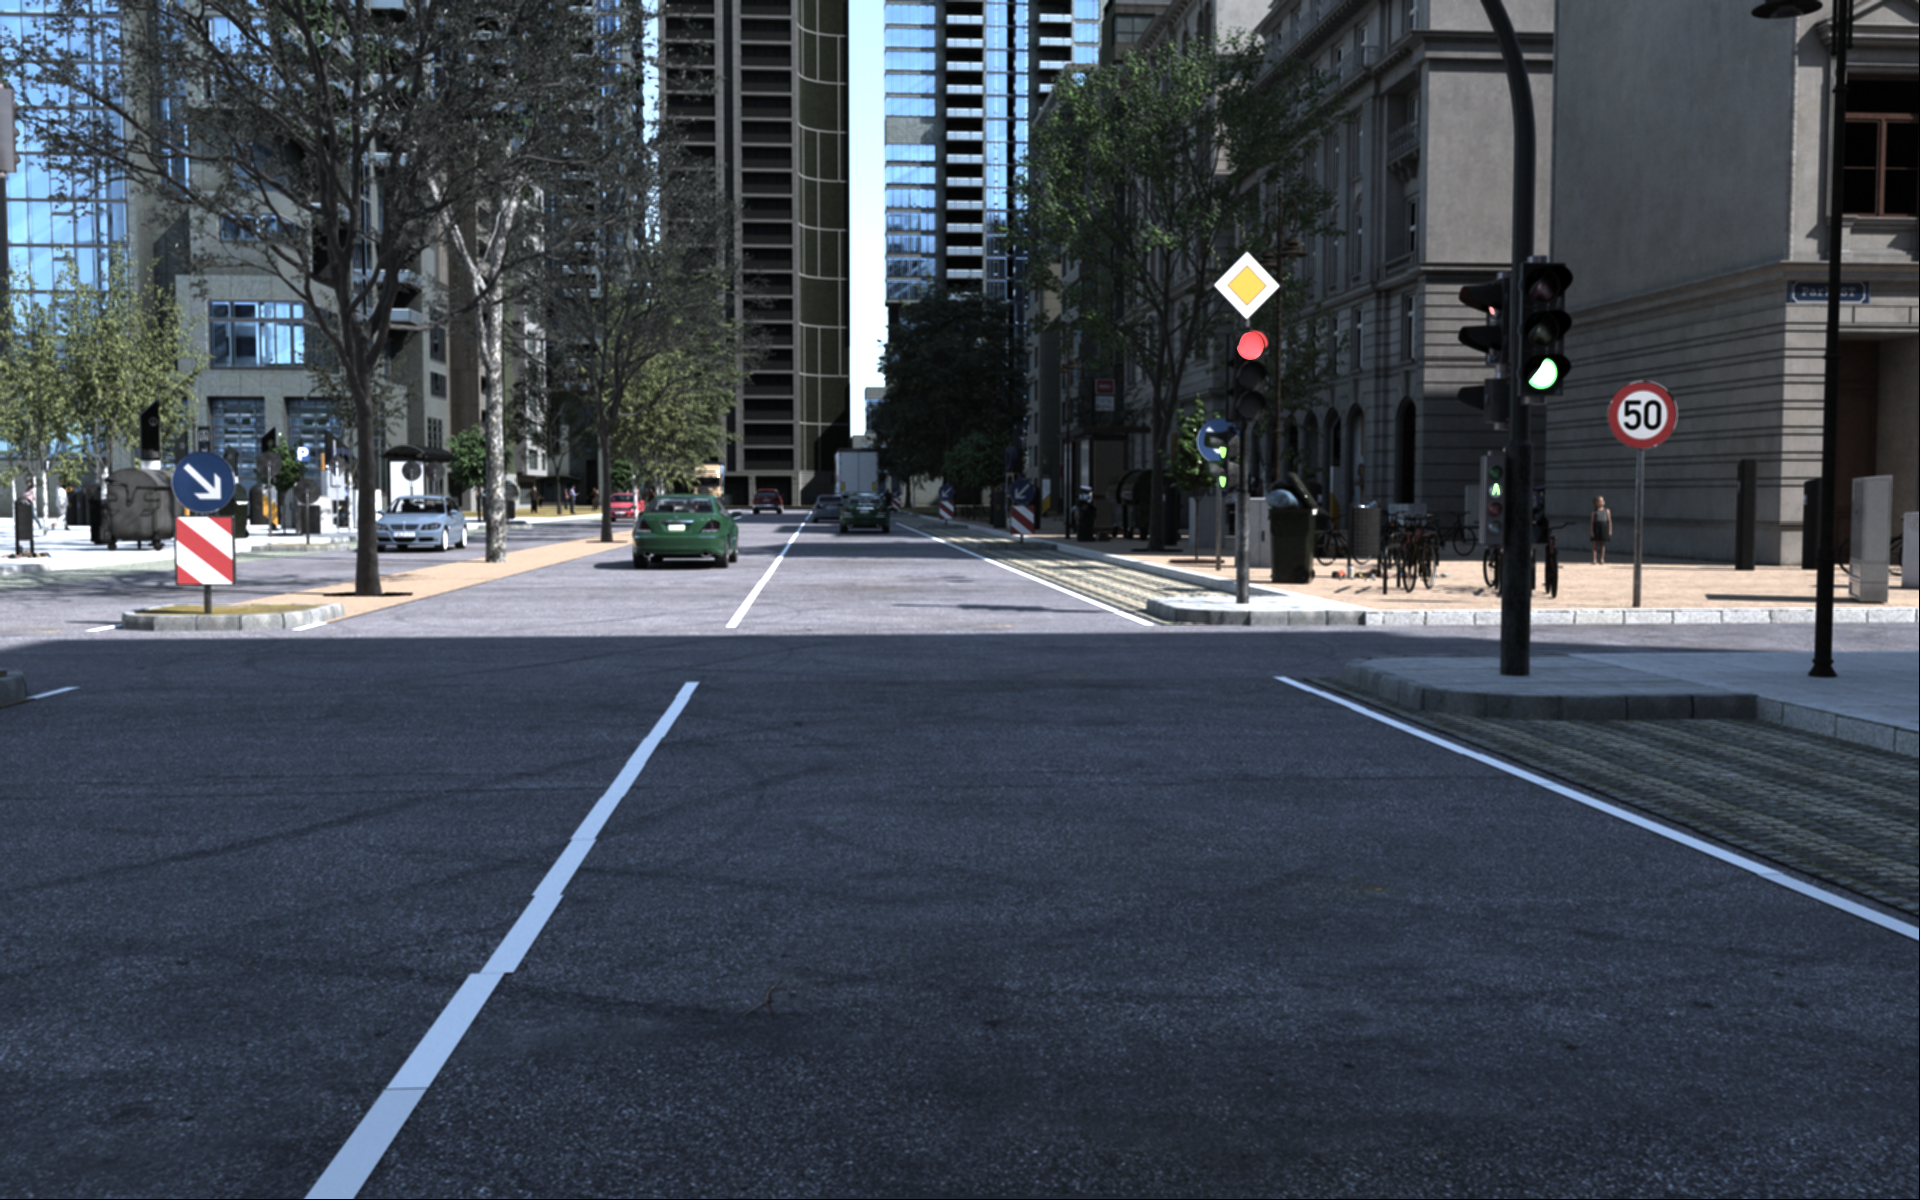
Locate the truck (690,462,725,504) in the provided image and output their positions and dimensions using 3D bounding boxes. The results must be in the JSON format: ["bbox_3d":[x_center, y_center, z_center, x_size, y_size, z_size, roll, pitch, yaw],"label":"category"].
[{"bbox_3d":[-22.341,-10.100,154.049,2.839,4.237,11.283,0,4,-6],"label":"truck"}]

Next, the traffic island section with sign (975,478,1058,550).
[{"bbox_3d":[1.416,-2.214,44.830,1.989,1.847,2.006,0,4,-4],"label":"traffic island section with sign"}]

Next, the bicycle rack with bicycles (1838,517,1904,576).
[{"bbox_3d":[15.136,-0.811,26.650,2.925,0.926,2.852,1,4,19],"label":"bicycle rack with bicycles"}]

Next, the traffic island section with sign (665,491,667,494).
[{"bbox_3d":[-24.713,-8.495,147.516,1.989,1.847,2.006,0,4,-4],"label":"traffic island section with sign"}]

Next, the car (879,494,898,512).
[{"bbox_3d":[-5.598,-7.439,131.406,2.009,1.686,4.222,0,4,-3],"label":"car"}]

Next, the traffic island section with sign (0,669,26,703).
[{"bbox_3d":[-7.520,-0.217,11.687,2.006,1.907,1.989,0,4,-4],"label":"traffic island section with sign"}]

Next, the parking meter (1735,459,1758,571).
[{"bbox_3d":[13.256,-1.437,29.199,0.255,1.863,0.399,1,4,15],"label":"parking meter"}]

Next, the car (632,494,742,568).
[{"bbox_3d":[-5.491,-1.414,34.915,2.131,1.459,4.920,0,4,-4],"label":"car"}]

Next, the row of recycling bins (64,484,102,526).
[{"bbox_3d":[-35.351,-3.877,70.498,3.534,1.692,1.069,3,4,38],"label":"row of recycling bins"}]

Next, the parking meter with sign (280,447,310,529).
[{"bbox_3d":[-24.749,-4.162,64.302,0.543,3.016,1.738,-3,5,-44],"label":"parking meter with sign"}]

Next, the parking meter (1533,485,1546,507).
[{"bbox_3d":[16.163,-2.440,48.307,0.372,1.533,0.369,0,3,0],"label":"parking meter"}]

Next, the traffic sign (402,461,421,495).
[{"bbox_3d":[-21.073,-4.065,66.567,0.768,2.556,0.104,0,4,3],"label":"traffic sign"}]

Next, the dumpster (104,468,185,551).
[{"bbox_3d":[-18.663,-2.075,39.692,1.264,1.857,1.865,0,4,-4],"label":"dumpster"}]

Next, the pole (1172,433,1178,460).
[{"bbox_3d":[7.176,-3.922,57.970,0.158,3.312,0.155,0,3,0],"label":"pole"}]

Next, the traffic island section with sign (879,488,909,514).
[{"bbox_3d":[-4.633,-6.919,121.749,1.989,1.847,2.006,0,4,-4],"label":"traffic island section with sign"}]

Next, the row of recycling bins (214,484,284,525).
[{"bbox_3d":[-29.469,-3.955,71.784,3.534,1.692,1.069,-1,4,-18],"label":"row of recycling bins"}]

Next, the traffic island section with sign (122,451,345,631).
[{"bbox_3d":[-8.090,-0.669,19.072,2.006,1.907,1.989,0,4,-4],"label":"traffic island section with sign"}]

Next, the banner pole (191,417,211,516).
[{"bbox_3d":[-24.712,-4.059,56.388,0.863,3.779,0.401,1,4,16],"label":"banner pole"}]

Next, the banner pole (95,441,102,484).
[{"bbox_3d":[-39.868,-5.517,80.212,0.863,3.779,0.401,3,5,40],"label":"banner pole"}]

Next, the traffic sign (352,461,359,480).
[{"bbox_3d":[-22.665,-3.994,65.410,0.768,2.556,0.104,0,4,1],"label":"traffic sign"}]

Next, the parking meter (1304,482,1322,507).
[{"bbox_3d":[7.408,-1.710,36.366,0.372,1.533,0.369,0,3,0],"label":"parking meter"}]

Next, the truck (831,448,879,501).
[{"bbox_3d":[-6.750,-7.478,111.183,2.839,4.237,11.283,0,4,-6],"label":"truck"}]

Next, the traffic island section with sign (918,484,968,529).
[{"bbox_3d":[-0.724,-3.880,72.063,1.989,1.847,2.006,0,4,-4],"label":"traffic island section with sign"}]

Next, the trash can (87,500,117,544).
[{"bbox_3d":[-21.905,-1.996,44.291,0.748,1.137,0.748,0,3,0],"label":"trash can"}]

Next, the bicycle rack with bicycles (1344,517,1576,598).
[{"bbox_3d":[6.743,-0.574,22.771,2.852,0.926,2.925,1,4,21],"label":"bicycle rack with bicycles"}]

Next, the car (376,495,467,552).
[{"bbox_3d":[-13.767,-1.974,44.285,2.014,1.417,4.499,0,4,-6],"label":"car"}]

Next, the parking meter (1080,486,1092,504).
[{"bbox_3d":[3.740,-2.636,51.516,0.372,1.533,0.369,0,3,0],"label":"parking meter"}]

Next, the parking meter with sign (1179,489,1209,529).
[{"bbox_3d":[8.282,-4.112,63.491,1.738,3.016,0.543,0,4,2],"label":"parking meter with sign"}]

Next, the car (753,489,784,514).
[{"bbox_3d":[-14.090,-7.240,127.049,2.281,1.827,5.304,0,4,-4],"label":"car"}]

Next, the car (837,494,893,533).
[{"bbox_3d":[-3.548,-3.233,64.651,2.131,1.459,4.920,0,4,-3],"label":"car"}]

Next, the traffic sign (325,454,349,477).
[{"bbox_3d":[-20.261,-3.462,56.340,0.795,2.593,0.064,0,4,3],"label":"traffic sign"}]

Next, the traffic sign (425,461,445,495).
[{"bbox_3d":[-20.439,-4.117,67.426,0.768,2.556,0.104,0,4,-3],"label":"traffic sign"}]

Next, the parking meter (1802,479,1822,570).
[{"bbox_3d":[14.559,-1.289,29.483,0.372,1.533,0.369,0,3,0],"label":"parking meter"}]

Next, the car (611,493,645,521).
[{"bbox_3d":[-17.376,-4.939,89.796,2.155,1.783,4.494,0,4,-4],"label":"car"}]

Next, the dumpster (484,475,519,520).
[{"bbox_3d":[-22.956,-5.138,86.493,1.502,2.255,1.985,0,4,-4],"label":"dumpster"}]

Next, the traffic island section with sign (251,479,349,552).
[{"bbox_3d":[-16.582,-2.147,43.723,1.989,1.847,2.006,0,4,-4],"label":"traffic island section with sign"}]

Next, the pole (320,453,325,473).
[{"bbox_3d":[-31.456,-5.608,85.527,0.158,3.312,0.155,0,3,0],"label":"pole"}]

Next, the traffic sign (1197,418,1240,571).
[{"bbox_3d":[4.339,-1.767,29.000,0.768,2.556,0.104,0,4,3],"label":"traffic sign"}]

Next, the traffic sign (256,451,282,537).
[{"bbox_3d":[-20.492,-3.137,51.394,0.768,2.556,0.104,0,3,0],"label":"traffic sign"}]

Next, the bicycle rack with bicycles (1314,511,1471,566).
[{"bbox_3d":[7.490,-1.070,30.875,2.852,0.926,2.925,3,5,43],"label":"bicycle rack with bicycles"}]

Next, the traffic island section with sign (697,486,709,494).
[{"bbox_3d":[-13.977,-5.250,93.981,2.006,1.907,1.989,0,4,-4],"label":"traffic island section with sign"}]

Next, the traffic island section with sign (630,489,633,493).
[{"bbox_3d":[-22.590,-6.833,120.355,1.989,1.847,2.006,0,4,-4],"label":"traffic island section with sign"}]

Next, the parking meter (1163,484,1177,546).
[{"bbox_3d":[5.217,-2.122,43.104,0.372,1.533,0.369,0,3,0],"label":"parking meter"}]

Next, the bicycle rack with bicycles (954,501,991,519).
[{"bbox_3d":[0.792,-4.792,91.735,2.852,0.926,2.925,-2,4,-30],"label":"bicycle rack with bicycles"}]

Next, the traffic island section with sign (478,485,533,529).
[{"bbox_3d":[-18.758,-3.853,71.630,1.989,1.847,2.006,0,4,-4],"label":"traffic island section with sign"}]

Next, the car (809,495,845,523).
[{"bbox_3d":[-6.520,-4.568,86.694,2.014,1.417,4.499,0,4,-6],"label":"car"}]

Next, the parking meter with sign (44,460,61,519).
[{"bbox_3d":[-46.483,-5.731,89.955,1.738,3.016,0.543,-1,4,-14],"label":"parking meter with sign"}]

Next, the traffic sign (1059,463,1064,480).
[{"bbox_3d":[4.281,-4.163,68.177,0.768,2.556,0.104,0,4,1],"label":"traffic sign"}]

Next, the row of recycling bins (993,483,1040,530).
[{"bbox_3d":[2.122,-3.487,64.122,1.069,1.692,3.534,-1,4,-16],"label":"row of recycling bins"}]

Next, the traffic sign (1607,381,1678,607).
[{"bbox_3d":[7.675,-1.190,19.569,0.768,2.556,0.104,0,4,4],"label":"traffic sign"}]
